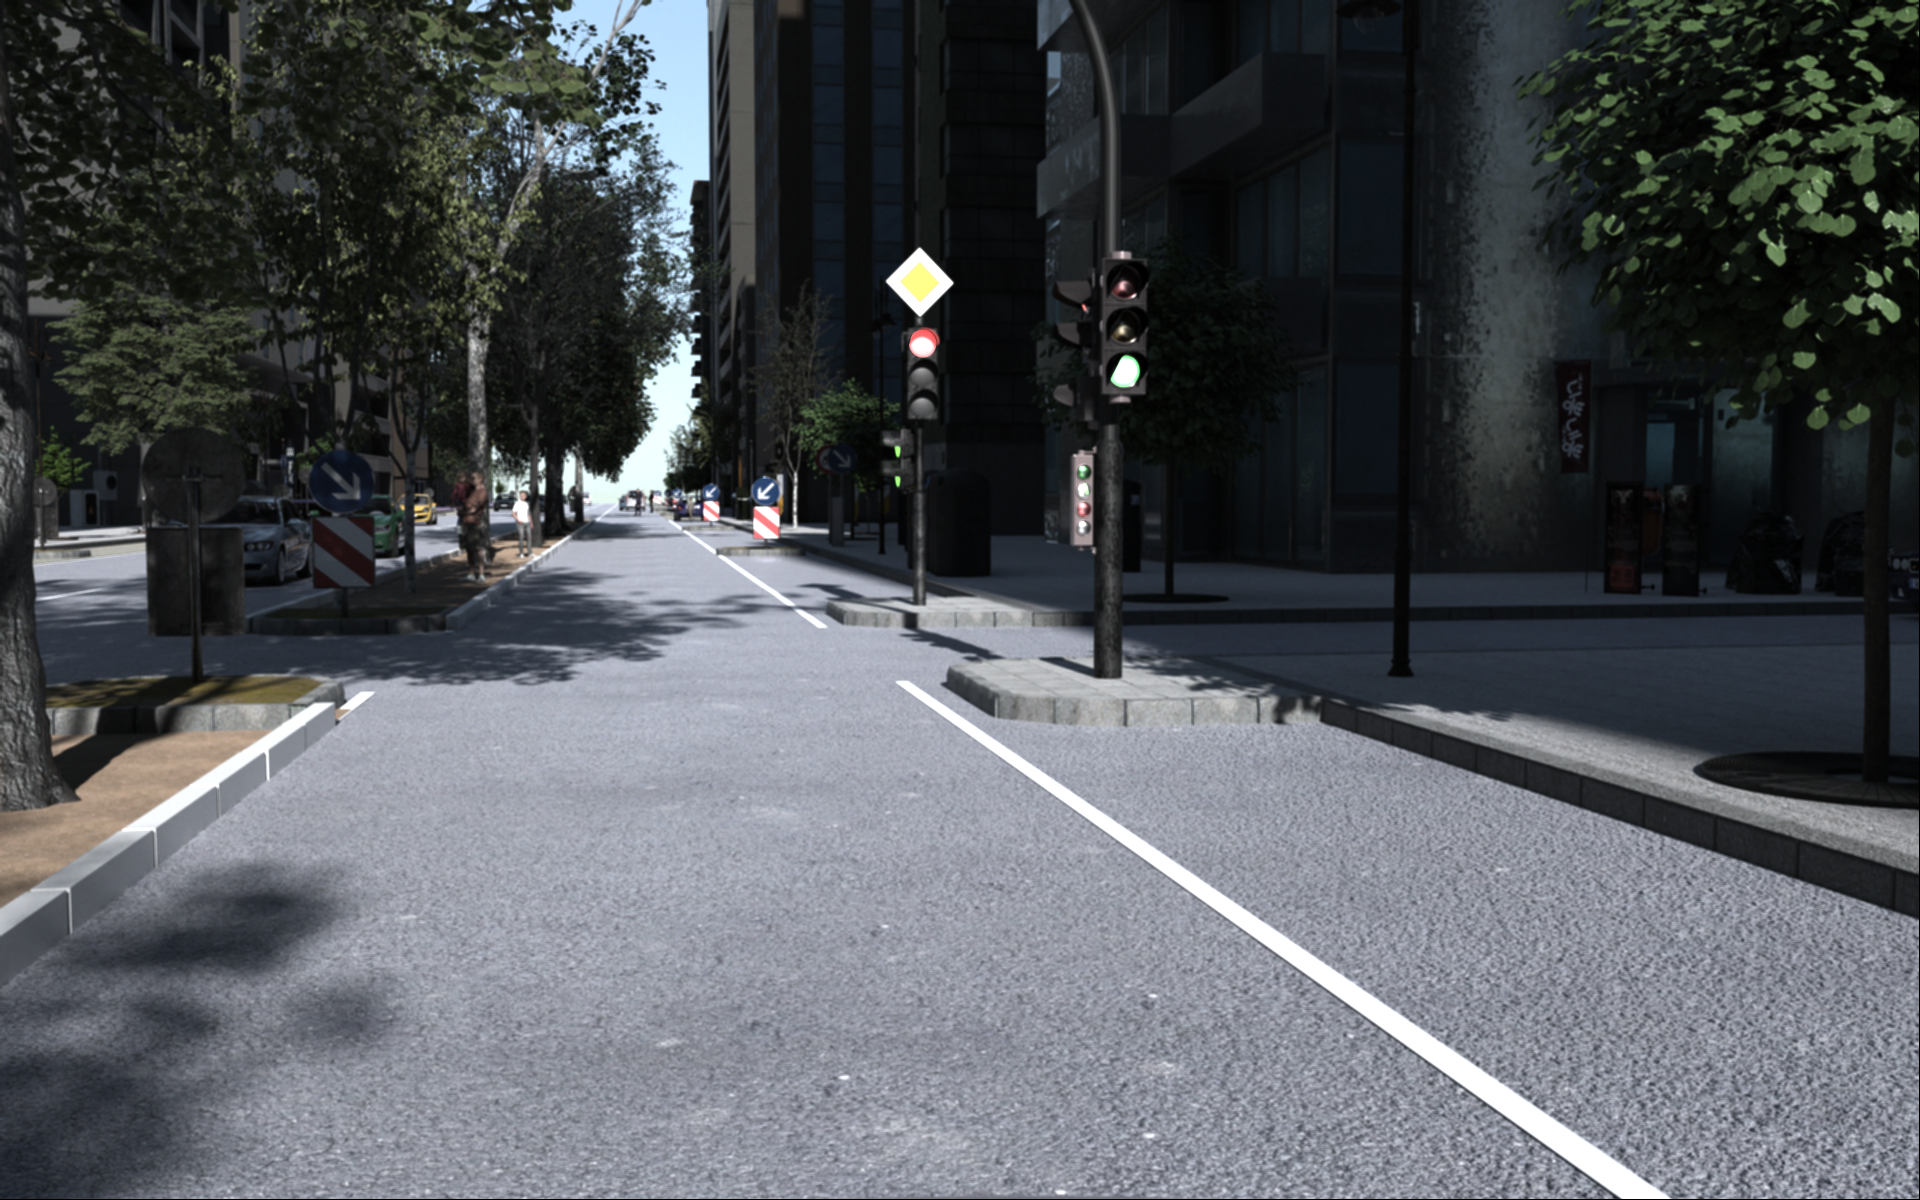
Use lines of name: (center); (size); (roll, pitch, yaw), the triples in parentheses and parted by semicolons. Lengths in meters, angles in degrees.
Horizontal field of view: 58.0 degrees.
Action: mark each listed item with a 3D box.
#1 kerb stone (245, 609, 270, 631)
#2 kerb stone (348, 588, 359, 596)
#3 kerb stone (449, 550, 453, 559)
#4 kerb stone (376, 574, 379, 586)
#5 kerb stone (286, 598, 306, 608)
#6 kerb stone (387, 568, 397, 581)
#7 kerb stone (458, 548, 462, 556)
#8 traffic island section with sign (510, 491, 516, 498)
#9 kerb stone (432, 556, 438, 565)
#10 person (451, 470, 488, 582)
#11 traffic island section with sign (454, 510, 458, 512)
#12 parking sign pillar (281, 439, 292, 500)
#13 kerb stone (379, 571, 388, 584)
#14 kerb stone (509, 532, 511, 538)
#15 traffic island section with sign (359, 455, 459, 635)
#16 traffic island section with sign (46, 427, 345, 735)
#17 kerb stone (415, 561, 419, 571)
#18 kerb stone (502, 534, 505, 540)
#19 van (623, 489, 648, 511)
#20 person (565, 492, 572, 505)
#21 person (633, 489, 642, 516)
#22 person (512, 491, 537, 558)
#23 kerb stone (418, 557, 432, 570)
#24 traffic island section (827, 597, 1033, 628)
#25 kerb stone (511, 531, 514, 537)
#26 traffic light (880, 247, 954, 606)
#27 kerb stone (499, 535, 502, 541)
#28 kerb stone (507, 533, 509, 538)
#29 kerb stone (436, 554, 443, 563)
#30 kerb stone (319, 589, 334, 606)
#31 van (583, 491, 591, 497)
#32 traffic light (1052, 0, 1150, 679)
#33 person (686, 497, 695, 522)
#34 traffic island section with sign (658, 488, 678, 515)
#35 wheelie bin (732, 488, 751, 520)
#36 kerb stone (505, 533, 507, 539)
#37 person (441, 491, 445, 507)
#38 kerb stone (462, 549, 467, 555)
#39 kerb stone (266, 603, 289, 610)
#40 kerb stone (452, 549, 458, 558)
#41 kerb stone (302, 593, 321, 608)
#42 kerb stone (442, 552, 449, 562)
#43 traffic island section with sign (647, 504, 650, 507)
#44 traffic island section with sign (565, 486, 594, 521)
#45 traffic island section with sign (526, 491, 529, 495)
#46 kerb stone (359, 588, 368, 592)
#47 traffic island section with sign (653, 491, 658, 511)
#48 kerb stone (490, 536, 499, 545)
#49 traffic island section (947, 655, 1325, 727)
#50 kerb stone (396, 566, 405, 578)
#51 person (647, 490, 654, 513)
kerb stone: (-7.515, 0.233, 18.416); (0.120, 0.150, 1.000); (-1, 4, -11)
kerb stone: (-8.666, -0.137, 24.441); (0.120, 0.150, 1.000); (-1, 4, -11)
kerb stone: (-11.150, -0.935, 37.530); (0.120, 0.150, 1.000); (-1, 4, -11)
kerb stone: (-9.045, -0.261, 26.460); (0.120, 0.150, 1.000); (-1, 4, -11)
kerb stone: (-7.901, 0.110, 20.423); (0.120, 0.150, 1.000); (-1, 4, -11)
kerb stone: (-9.423, -0.384, 28.469); (0.120, 0.150, 1.000); (-1, 4, -11)
kerb stone: (-11.537, -1.061, 39.544); (0.120, 0.150, 1.000); (-1, 4, -11)
traffic island section with sign: (-50.535, -11.451, 195.856); (1.989, 1.847, 2.006); (-1, 4, -11)
kerb stone: (-10.577, -0.752, 34.504); (0.120, 0.150, 1.000); (-1, 4, -11)
person: (-7.974, -1.206, 28.200); (0.580, 1.828, 0.573); (-1, 4, -10)
traffic island section with sign: (-40.203, -8.122, 141.429); (1.989, 1.847, 2.006); (-1, 4, -11)
parking sign pillar: (-32.957, -5.896, 84.875); (1.447, 3.967, 1.447); (-1, 4, -18)
kerb stone: (-9.240, -0.321, 27.464); (0.120, 0.150, 1.000); (-1, 4, -11)
kerb stone: (-14.590, -2.041, 55.641); (0.120, 0.150, 1.000); (-1, 4, -11)
traffic island section with sign: (-6.482, -0.634, 18.500); (2.006, 1.907, 1.989); (-1, 4, -11)
traffic island section with sign: (-5.110, -0.189, 11.221); (2.006, 1.907, 1.989); (-1, 4, -11)
kerb stone: (-9.998, -0.569, 31.491); (0.120, 0.150, 1.000); (-1, 4, -11)
kerb stone: (-14.012, -1.861, 52.618); (0.120, 0.150, 1.000); (-1, 4, -11)
van: (-27.437, -8.527, 146.433); (2.013, 2.044, 4.112); (-1, 4, -11)
person: (-50.728, -13.160, 224.495); (0.721, 1.723, 1.217); (2, 4, 31)
person: (-21.461, -6.485, 114.974); (0.568, 1.767, 0.683); (1, 4, 22)
person: (-9.741, -1.693, 38.773); (0.523, 1.515, 0.503); (1, 4, 12)
kerb stone: (-10.382, -0.691, 33.500); (0.120, 0.150, 1.000); (-1, 4, -11)
traffic island section: (-0.445, 0.140, 19.986); (2.009, 0.180, 2.903); (-1, 4, -11)
kerb stone: (-14.777, -2.107, 56.650); (0.120, 0.150, 1.000); (-1, 4, -11)
traffic light: (-0.486, -1.893, 19.865); (0.839, 4.253, 0.868); (-1, 4, -11)
kerb stone: (-13.821, -1.799, 51.614); (0.120, 0.150, 1.000); (-1, 4, -11)
kerb stone: (-14.392, -1.984, 54.627); (0.120, 0.150, 1.000); (-1, 4, -11)
kerb stone: (-10.766, -0.814, 35.518); (0.120, 0.150, 1.000); (-1, 4, -11)
kerb stone: (-8.275, -0.010, 22.435); (0.120, 0.150, 1.000); (-1, 4, -11)
van: (-52.326, -14.313, 241.025); (2.013, 2.044, 4.112); (-1, 4, -9)
traffic light: (-1.035, -2.252, 11.491); (4.771, 5.953, 1.251); (-1, 4, -11)
person: (-13.763, -4.623, 88.366); (0.640, 1.303, 0.475); (2, 4, 35)
traffic island section with sign: (-19.372, -6.684, 117.908); (1.989, 1.847, 2.006); (-1, 4, -11)
wheelie bin: (-10.773, -4.740, 85.402); (0.980, 1.594, 0.693); (-1, 4, -17)
kerb stone: (-14.200, -1.916, 53.623); (0.120, 0.150, 1.000); (-1, 4, -11)
person: (-50.947, -9.869, 170.781); (0.530, 1.710, 0.541); (-1, 4, -11)
kerb stone: (-11.721, -1.121, 40.555); (0.120, 0.150, 1.000); (-1, 4, -11)
kerb stone: (-7.714, 0.170, 19.418); (0.120, 0.150, 1.000); (-1, 4, -11)
kerb stone: (-11.339, -0.997, 38.542); (0.120, 0.150, 1.000); (-1, 4, -11)
kerb stone: (-8.093, 0.047, 21.429); (0.120, 0.150, 1.000); (-1, 4, -11)
kerb stone: (-10.952, -0.876, 36.523); (0.120, 0.150, 1.000); (-1, 4, -11)
traffic island section with sign: (-34.675, -11.613, 198.507); (1.989, 1.847, 2.006); (-1, 4, -11)
traffic island section with sign: (-20.509, -5.149, 92.323); (2.006, 1.907, 1.989); (-1, 4, -11)
traffic island section with sign: (-55.662, -13.101, 222.833); (1.989, 1.847, 2.006); (-1, 4, -11)
kerb stone: (-8.845, -0.199, 25.452); (0.120, 0.150, 1.000); (-1, 4, -11)
traffic island section with sign: (-24.446, -8.316, 144.586); (1.989, 1.847, 2.006); (-1, 4, -11)
kerb stone: (-13.632, -1.738, 50.610); (0.120, 0.150, 1.000); (-1, 4, -11)
traffic island section: (1.045, 0.620, 12.141); (2.009, 0.180, 2.903); (-1, 4, -11)
kerb stone: (-9.625, -0.444, 29.481); (0.120, 0.150, 1.000); (-1, 4, -11)
person: (-23.953, -7.628, 134.046); (0.721, 1.723, 1.217); (-2, 4, -27)
